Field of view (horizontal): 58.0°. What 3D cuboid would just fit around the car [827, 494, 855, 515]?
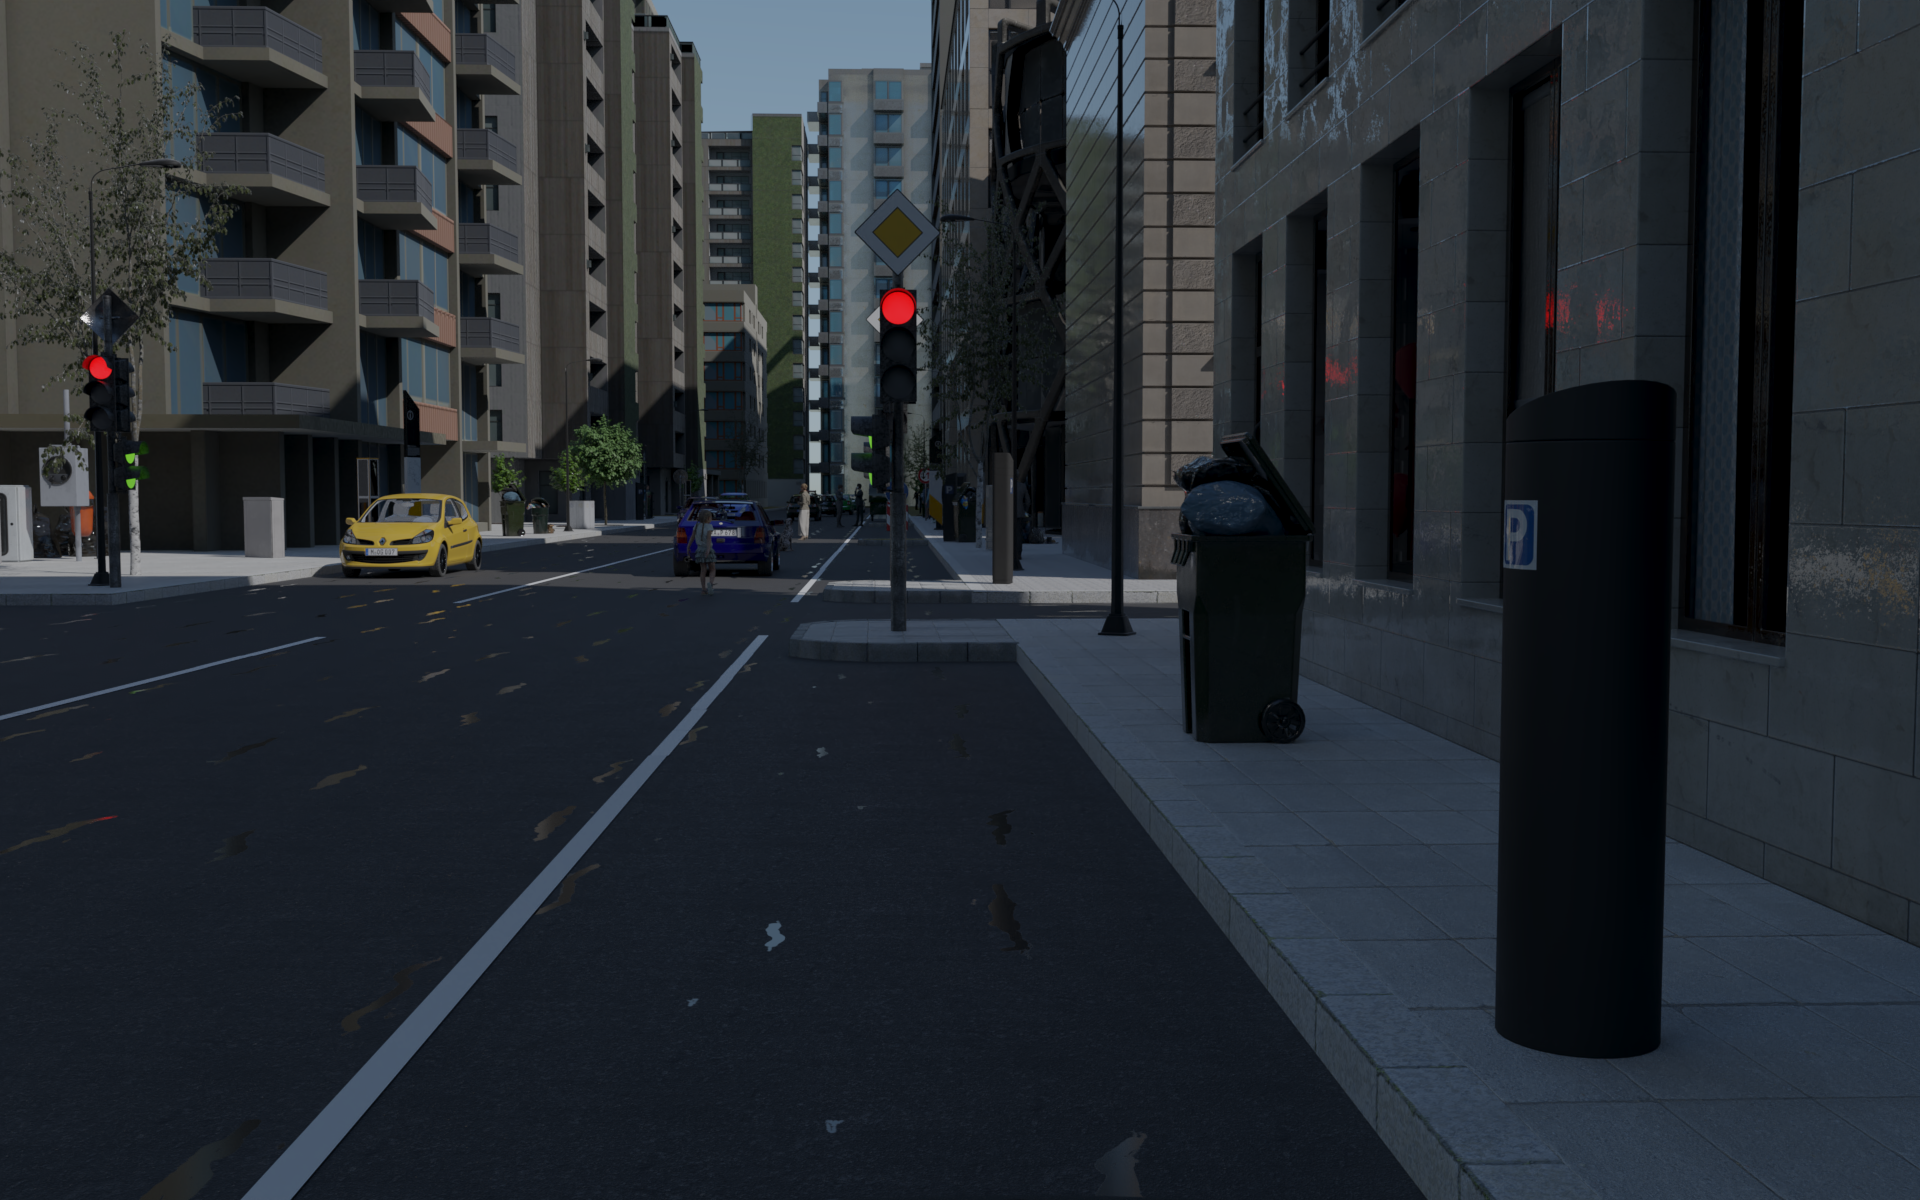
[{"bbox_3d":[-8.300,-6.811,120.153,1.959,1.807,4.718,0,4,-2],"label":"car"}]

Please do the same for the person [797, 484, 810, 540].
[{"bbox_3d":[-4.905,-2.758,54.149,0.362,1.759,0.519,1,4,17],"label":"person"}]

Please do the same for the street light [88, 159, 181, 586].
[{"bbox_3d":[-11.487,-3.155,24.126,1.470,5.913,1.316,0,4,-2],"label":"street light"}]

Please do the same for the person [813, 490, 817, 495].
[{"bbox_3d":[-11.613,-7.934,138.741,1.217,1.766,0.721,-1,4,-20],"label":"person"}]

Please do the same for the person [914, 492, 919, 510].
[{"bbox_3d":[-3.404,-8.079,138.955,0.721,1.723,1.217,2,4,26],"label":"person"}]

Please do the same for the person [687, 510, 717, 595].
[{"bbox_3d":[-3.675,-0.675,24.547,0.505,1.210,0.382,1,4,21],"label":"person"}]

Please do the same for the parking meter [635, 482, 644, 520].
[{"bbox_3d":[-15.779,-4.874,85.394,0.399,1.863,0.255,-2,4,-27],"label":"parking meter"}]

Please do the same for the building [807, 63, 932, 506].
[{"bbox_3d":[-1.673,-35.217,195.399,30.456,49.044,23.786,0,4,-2],"label":"building"}]

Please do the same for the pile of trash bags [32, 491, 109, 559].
[{"bbox_3d":[-18.175,-1.556,35.189,1.912,1.369,3.447,-3,5,-40],"label":"pile of trash bags"}]

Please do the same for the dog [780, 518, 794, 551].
[{"bbox_3d":[-4.502,-1.638,43.618,0.800,0.831,0.513,-2,4,-27],"label":"dog"}]

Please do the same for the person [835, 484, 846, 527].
[{"bbox_3d":[-5.138,-4.075,74.928,0.447,1.846,0.655,1,4,9],"label":"person"}]

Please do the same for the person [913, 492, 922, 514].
[{"bbox_3d":[-2.467,-6.564,113.393,1.348,1.821,0.705,-1,4,-17],"label":"person"}]

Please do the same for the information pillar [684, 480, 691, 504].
[{"bbox_3d":[-14.243,-5.260,90.498,0.304,2.012,0.304,-2,4,-28],"label":"information pillar"}]

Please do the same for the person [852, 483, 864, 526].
[{"bbox_3d":[-4.519,-4.220,76.862,0.474,1.900,0.648,-1,4,-17],"label":"person"}]

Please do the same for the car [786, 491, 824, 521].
[{"bbox_3d":[-8.356,-5.086,92.947,2.009,1.686,4.222,0,4,-2],"label":"car"}]

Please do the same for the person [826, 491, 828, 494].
[{"bbox_3d":[-12.786,-9.566,165.634,0.721,1.736,1.217,2,4,28],"label":"person"}]

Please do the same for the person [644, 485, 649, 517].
[{"bbox_3d":[-17.382,-5.474,95.894,0.444,1.785,0.601,3,4,37],"label":"person"}]

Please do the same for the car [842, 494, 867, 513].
[{"bbox_3d":[-8.237,-7.397,132.739,2.131,1.459,4.920,0,4,-1],"label":"car"}]

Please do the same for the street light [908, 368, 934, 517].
[{"bbox_3d":[-1.125,-5.590,63.936,1.470,5.913,1.316,0,4,-2],"label":"street light"}]

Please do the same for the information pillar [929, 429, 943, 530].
[{"bbox_3d":[-0.849,-4.311,61.847,0.504,3.616,0.183,0,4,3],"label":"information pillar"}]

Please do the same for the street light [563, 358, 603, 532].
[{"bbox_3d":[-12.894,-5.303,59.244,1.470,5.913,1.316,0,4,-2],"label":"street light"}]

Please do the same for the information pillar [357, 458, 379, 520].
[{"bbox_3d":[-12.073,-1.888,35.364,0.304,2.012,0.304,1,4,20],"label":"information pillar"}]

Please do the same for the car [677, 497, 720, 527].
[{"bbox_3d":[-10.263,-3.454,69.058,1.945,1.354,3.894,0,4,-3],"label":"car"}]

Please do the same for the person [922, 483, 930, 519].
[{"bbox_3d":[-1.633,-4.999,87.802,0.581,1.822,0.654,0,4,6],"label":"person"}]

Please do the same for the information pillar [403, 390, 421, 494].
[{"bbox_3d":[-12.406,-2.927,39.219,0.183,3.616,0.504,1,4,20],"label":"information pillar"}]

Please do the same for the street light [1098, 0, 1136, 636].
[{"bbox_3d":[0.893,-2.634,15.609,1.470,5.913,1.316,0,4,-2],"label":"street light"}]

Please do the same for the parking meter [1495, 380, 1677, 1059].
[{"bbox_3d":[1.465,0.266,4.069,0.372,1.533,0.369,0,3,0],"label":"parking meter"}]

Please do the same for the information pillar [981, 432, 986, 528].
[{"bbox_3d":[0.876,-4.548,65.711,0.183,3.616,0.504,1,4,10],"label":"information pillar"}]

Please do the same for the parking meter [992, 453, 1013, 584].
[{"bbox_3d":[0.612,-1.166,24.781,0.255,1.863,0.399,1,4,10],"label":"parking meter"}]

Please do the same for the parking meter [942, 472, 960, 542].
[{"bbox_3d":[-0.283,-2.512,46.775,0.399,1.863,0.255,1,4,10],"label":"parking meter"}]

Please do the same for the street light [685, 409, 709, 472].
[{"bbox_3d":[-14.385,-7.455,94.433,1.470,5.913,1.316,0,4,-2],"label":"street light"}]

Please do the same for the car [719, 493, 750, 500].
[{"bbox_3d":[-10.504,-4.328,80.353,1.945,1.707,3.694,0,4,-1],"label":"car"}]

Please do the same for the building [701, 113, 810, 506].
[{"bbox_3d":[-23.713,-30.932,189.331,14.086,41.232,14.154,0,4,-2],"label":"building"}]

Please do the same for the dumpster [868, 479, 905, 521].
[{"bbox_3d":[-3.858,-5.314,91.831,1.985,2.255,1.502,0,4,-1],"label":"dumpster"}]

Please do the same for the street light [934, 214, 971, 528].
[{"bbox_3d":[0.366,-3.450,28.944,1.470,5.913,1.316,0,4,-2],"label":"street light"}]

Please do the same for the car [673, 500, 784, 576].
[{"bbox_3d":[-4.202,-1.160,31.540,1.945,1.354,3.894,0,4,-3],"label":"car"}]

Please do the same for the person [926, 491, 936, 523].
[{"bbox_3d":[-1.164,-4.308,76.498,0.660,1.820,0.620,-3,5,-39],"label":"person"}]

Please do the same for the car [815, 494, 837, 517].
[{"bbox_3d":[-8.628,-6.126,109.947,2.009,1.686,4.222,0,4,-4],"label":"car"}]

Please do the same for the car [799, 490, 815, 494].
[{"bbox_3d":[-14.826,-9.777,168.523,2.281,1.827,5.304,0,4,-2],"label":"car"}]

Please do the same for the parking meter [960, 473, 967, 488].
[{"bbox_3d":[0.017,-2.592,48.083,0.255,1.863,0.399,1,4,15],"label":"parking meter"}]

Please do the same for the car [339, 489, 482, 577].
[{"bbox_3d":[-9.816,-1.275,31.077,2.015,1.641,3.980,0,4,-2],"label":"car"}]

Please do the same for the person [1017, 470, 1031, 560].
[{"bbox_3d":[1.020,-1.691,34.082,0.661,1.777,0.834,-1,4,-19],"label":"person"}]
